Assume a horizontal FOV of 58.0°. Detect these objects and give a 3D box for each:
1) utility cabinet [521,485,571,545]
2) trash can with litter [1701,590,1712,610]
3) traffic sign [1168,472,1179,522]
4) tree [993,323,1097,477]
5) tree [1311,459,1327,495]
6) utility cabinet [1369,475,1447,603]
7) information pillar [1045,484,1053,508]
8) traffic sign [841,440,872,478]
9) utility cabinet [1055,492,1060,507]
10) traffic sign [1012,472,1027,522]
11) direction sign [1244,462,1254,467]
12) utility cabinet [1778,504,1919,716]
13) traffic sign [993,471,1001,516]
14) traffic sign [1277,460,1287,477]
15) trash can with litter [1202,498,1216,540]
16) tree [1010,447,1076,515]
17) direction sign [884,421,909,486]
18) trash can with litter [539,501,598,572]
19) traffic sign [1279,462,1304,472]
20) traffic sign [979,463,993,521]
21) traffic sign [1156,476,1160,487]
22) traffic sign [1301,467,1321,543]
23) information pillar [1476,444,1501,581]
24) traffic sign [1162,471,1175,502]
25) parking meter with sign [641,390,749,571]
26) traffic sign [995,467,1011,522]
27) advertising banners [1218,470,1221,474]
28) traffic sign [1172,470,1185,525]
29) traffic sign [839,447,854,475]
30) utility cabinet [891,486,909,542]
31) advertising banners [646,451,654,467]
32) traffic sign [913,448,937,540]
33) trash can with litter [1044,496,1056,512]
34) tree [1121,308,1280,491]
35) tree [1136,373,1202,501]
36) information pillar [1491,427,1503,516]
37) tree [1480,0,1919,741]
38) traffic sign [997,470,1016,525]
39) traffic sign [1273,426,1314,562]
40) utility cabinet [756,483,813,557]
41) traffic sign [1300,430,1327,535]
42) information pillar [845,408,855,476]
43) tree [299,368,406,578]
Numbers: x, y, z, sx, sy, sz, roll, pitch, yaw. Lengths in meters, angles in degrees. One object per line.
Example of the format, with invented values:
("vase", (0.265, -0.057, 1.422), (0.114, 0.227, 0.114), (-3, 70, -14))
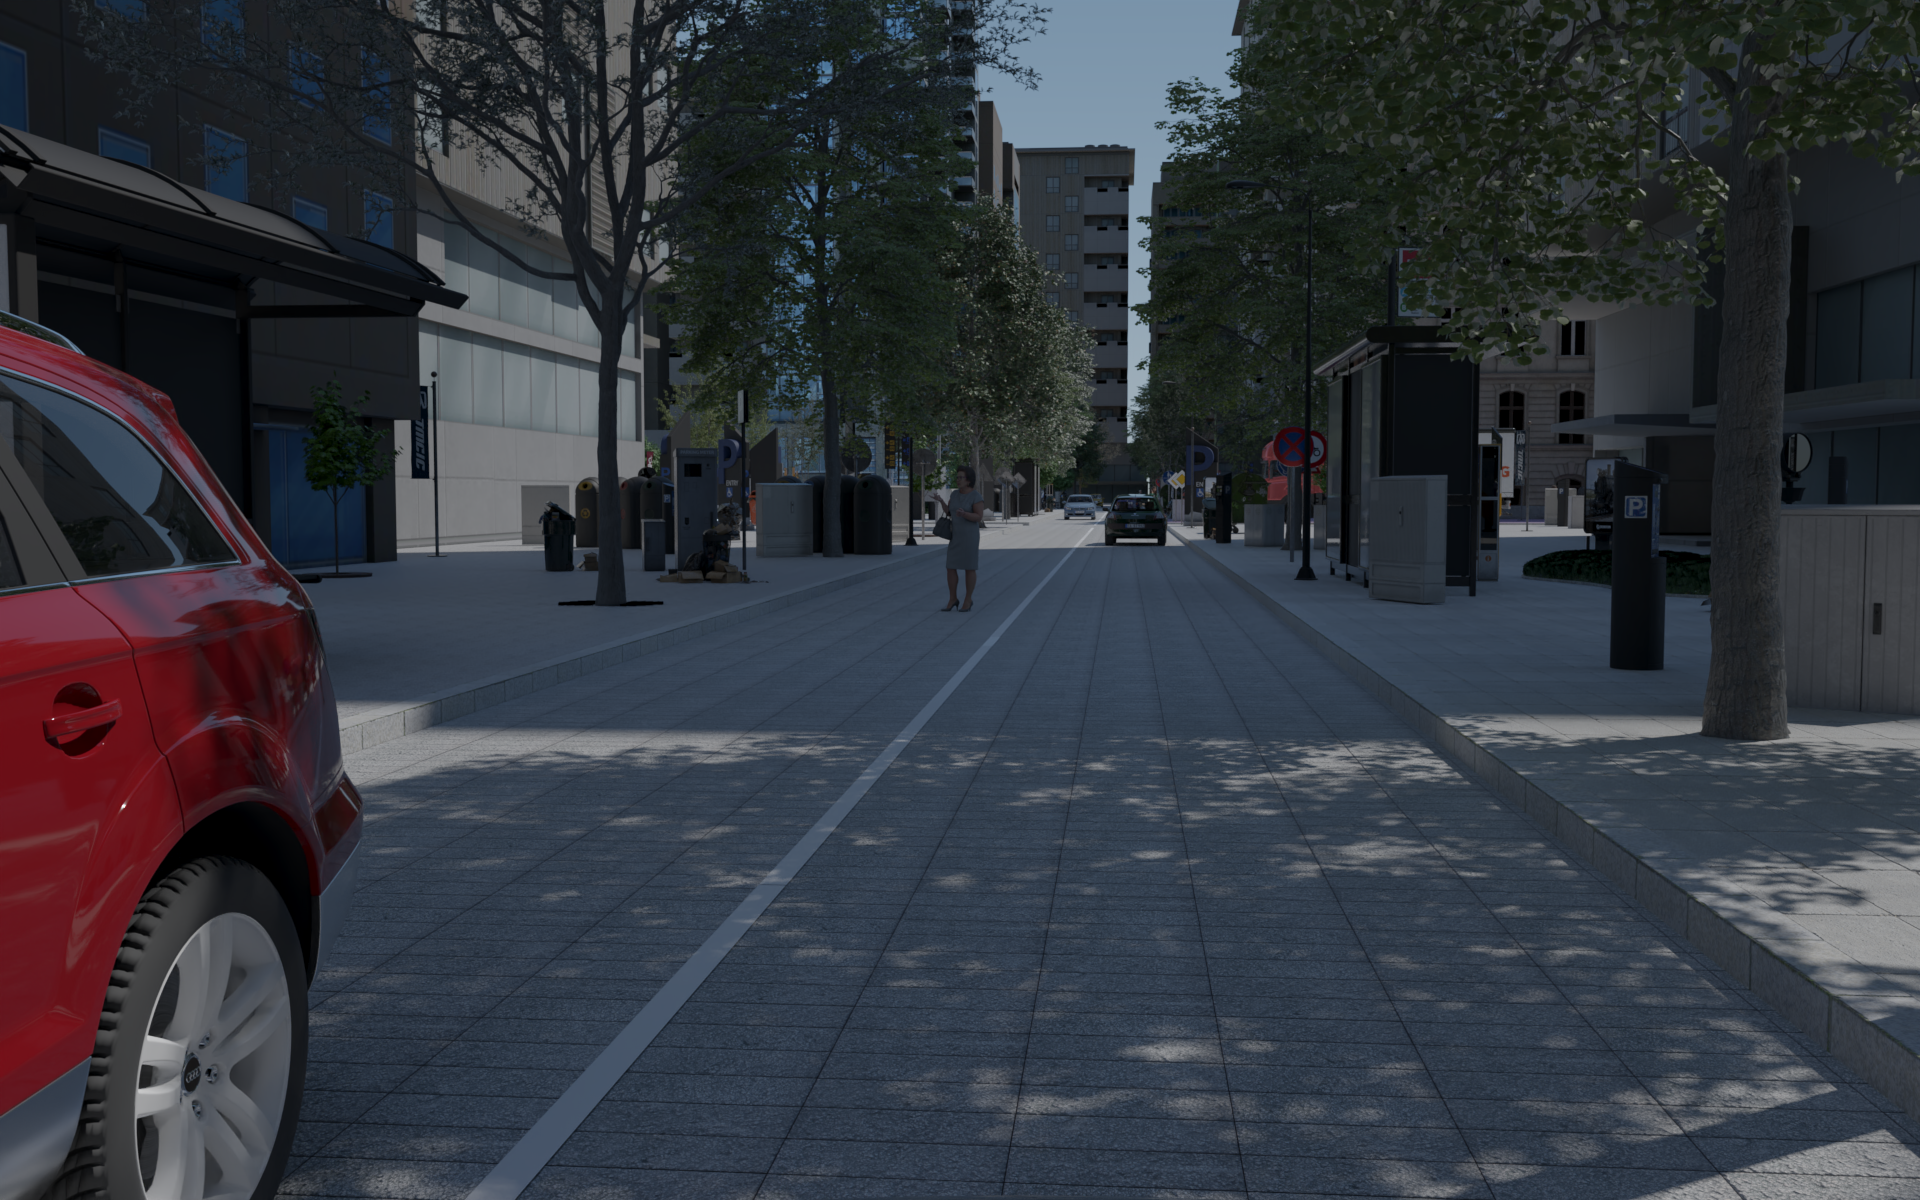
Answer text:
("utility cabinet", (-10.343, -2.118, 43.305), (1.173, 1.500, 0.318), (0, 4, -7))
("trash can with litter", (8.496, -0.436, 18.516), (1.055, 1.170, 0.624), (3, 5, 43))
("traffic sign", (9.900, -4.633, 79.394), (0.795, 2.450, 0.064), (0, 4, 5))
("tree", (4.710, -12.997, 119.155), (9.857, 13.997, 8.962), (0, 3, 0))
("tree", (14.921, -4.589, 69.636), (1.663, 3.219, 1.824), (0, 3, 0))
("utility cabinet", (5.297, -0.727, 20.562), (0.318, 1.500, 1.173), (-1, 4, -19))
("information pillar", (6.612, -7.520, 127.447), (0.304, 2.012, 0.304), (-2, 4, -34))
("traffic sign", (-2.443, -2.485, 40.734), (0.768, 2.556, 0.104), (1, 4, 14))
("utility cabinet", (8.687, -8.883, 153.914), (0.318, 1.500, 1.173), (1, 4, 12))
("traffic sign", (2.690, -4.676, 80.092), (0.795, 2.450, 0.064), (0, 4, 5))
("direction sign", (20.442, -7.998, 122.772), (0.379, 3.537, 0.876), (-3, 5, -40))
("utility cabinet", (5.295, 0.050, 10.343), (1.020, 1.237, 0.306), (3, 4, 38))
("traffic sign", (1.900, -6.056, 99.017), (0.884, 2.594, 0.081), (1, 4, 10))
("traffic sign", (9.775, -3.137, 51.398), (0.768, 2.556, 0.104), (0, 4, 6))
("trash can with litter", (7.275, -2.311, 49.175), (0.624, 1.170, 1.055), (-1, 4, -14))
("tree", (4.551, -7.615, 108.226), (4.285, 4.588, 4.351), (0, 3, 0))
("direction sign", (-1.911, -3.788, 53.929), (0.876, 3.537, 0.379), (-1, 4, -9))
("trash can with litter", (-6.456, -1.070, 28.888), (1.055, 1.170, 0.624), (-1, 4, -23))
("traffic sign", (8.584, -2.718, 44.542), (0.768, 2.556, 0.104), (1, 4, 14))
("traffic sign", (0.955, -4.433, 72.484), (0.884, 2.594, 0.081), (1, 4, 13))
("traffic sign", (14.225, -7.491, 122.576), (0.768, 2.556, 0.104), (1, 4, 14))
("traffic sign", (9.037, -2.784, 45.518), (0.884, 2.594, 0.081), (1, 4, 13))
("information pillar", (7.779, -1.286, 25.516), (0.304, 2.012, 0.304), (1, 4, 11))
("traffic sign", (11.407, -5.767, 94.395), (0.768, 2.556, 0.104), (1, 4, 12))
("parking meter with sign", (-4.435, -1.999, 28.953), (1.738, 3.016, 0.543), (-1, 4, -17))
("traffic sign", (1.999, -4.930, 80.716), (0.768, 2.556, 0.104), (1, 4, 12))
("advertising banners", (18.795, -8.004, 127.058), (0.090, 3.025, 2.074), (0, 4, -8))
("traffic sign", (9.151, -4.147, 71.444), (0.795, 2.450, 0.064), (0, 4, 5))
("traffic sign", (-2.978, -2.777, 45.505), (0.768, 2.556, 0.104), (1, 4, 11))
("utility cabinet", (-1.850, -2.268, 45.764), (1.173, 1.500, 0.318), (-3, 5, -44))
("advertising banners", (-12.924, -4.513, 69.982), (0.090, 3.025, 2.074), (1, 4, 23))
("traffic sign", (-1.026, -2.941, 48.190), (0.768, 2.556, 0.104), (0, 4, 6))
("trash can with litter", (6.283, -6.736, 121.525), (0.624, 1.170, 1.055), (1, 4, 20))
("tree", (12.240, -9.203, 84.884), (7.601, 10.594, 8.767), (-1, 4, -11))
("tree", (12.394, -9.228, 101.239), (4.360, 8.622, 3.978), (0, 3, 0))
("information pillar", (18.534, -4.192, 59.886), (0.183, 3.616, 0.504), (-2, 4, -25))
("tree", (4.308, -5.523, 8.431), (7.486, 12.596, 7.792), (0, 3, 0))
("traffic sign", (1.941, -4.190, 72.142), (0.795, 2.450, 0.064), (0, 4, 5))
("traffic sign", (6.257, -1.985, 32.566), (0.768, 2.556, 0.104), (1, 4, 9))
("utility cabinet", (-3.577, -1.632, 35.361), (1.173, 1.500, 0.318), (-3, 4, -36))
("traffic sign", (6.967, -2.108, 34.576), (0.768, 2.556, 0.104), (1, 4, 8))
("information pillar", (-2.992, -3.414, 47.177), (0.183, 3.616, 0.504), (-2, 4, -29))
("tree", (-9.652, -1.959, 26.626), (1.663, 3.219, 1.824), (0, 3, 0))
